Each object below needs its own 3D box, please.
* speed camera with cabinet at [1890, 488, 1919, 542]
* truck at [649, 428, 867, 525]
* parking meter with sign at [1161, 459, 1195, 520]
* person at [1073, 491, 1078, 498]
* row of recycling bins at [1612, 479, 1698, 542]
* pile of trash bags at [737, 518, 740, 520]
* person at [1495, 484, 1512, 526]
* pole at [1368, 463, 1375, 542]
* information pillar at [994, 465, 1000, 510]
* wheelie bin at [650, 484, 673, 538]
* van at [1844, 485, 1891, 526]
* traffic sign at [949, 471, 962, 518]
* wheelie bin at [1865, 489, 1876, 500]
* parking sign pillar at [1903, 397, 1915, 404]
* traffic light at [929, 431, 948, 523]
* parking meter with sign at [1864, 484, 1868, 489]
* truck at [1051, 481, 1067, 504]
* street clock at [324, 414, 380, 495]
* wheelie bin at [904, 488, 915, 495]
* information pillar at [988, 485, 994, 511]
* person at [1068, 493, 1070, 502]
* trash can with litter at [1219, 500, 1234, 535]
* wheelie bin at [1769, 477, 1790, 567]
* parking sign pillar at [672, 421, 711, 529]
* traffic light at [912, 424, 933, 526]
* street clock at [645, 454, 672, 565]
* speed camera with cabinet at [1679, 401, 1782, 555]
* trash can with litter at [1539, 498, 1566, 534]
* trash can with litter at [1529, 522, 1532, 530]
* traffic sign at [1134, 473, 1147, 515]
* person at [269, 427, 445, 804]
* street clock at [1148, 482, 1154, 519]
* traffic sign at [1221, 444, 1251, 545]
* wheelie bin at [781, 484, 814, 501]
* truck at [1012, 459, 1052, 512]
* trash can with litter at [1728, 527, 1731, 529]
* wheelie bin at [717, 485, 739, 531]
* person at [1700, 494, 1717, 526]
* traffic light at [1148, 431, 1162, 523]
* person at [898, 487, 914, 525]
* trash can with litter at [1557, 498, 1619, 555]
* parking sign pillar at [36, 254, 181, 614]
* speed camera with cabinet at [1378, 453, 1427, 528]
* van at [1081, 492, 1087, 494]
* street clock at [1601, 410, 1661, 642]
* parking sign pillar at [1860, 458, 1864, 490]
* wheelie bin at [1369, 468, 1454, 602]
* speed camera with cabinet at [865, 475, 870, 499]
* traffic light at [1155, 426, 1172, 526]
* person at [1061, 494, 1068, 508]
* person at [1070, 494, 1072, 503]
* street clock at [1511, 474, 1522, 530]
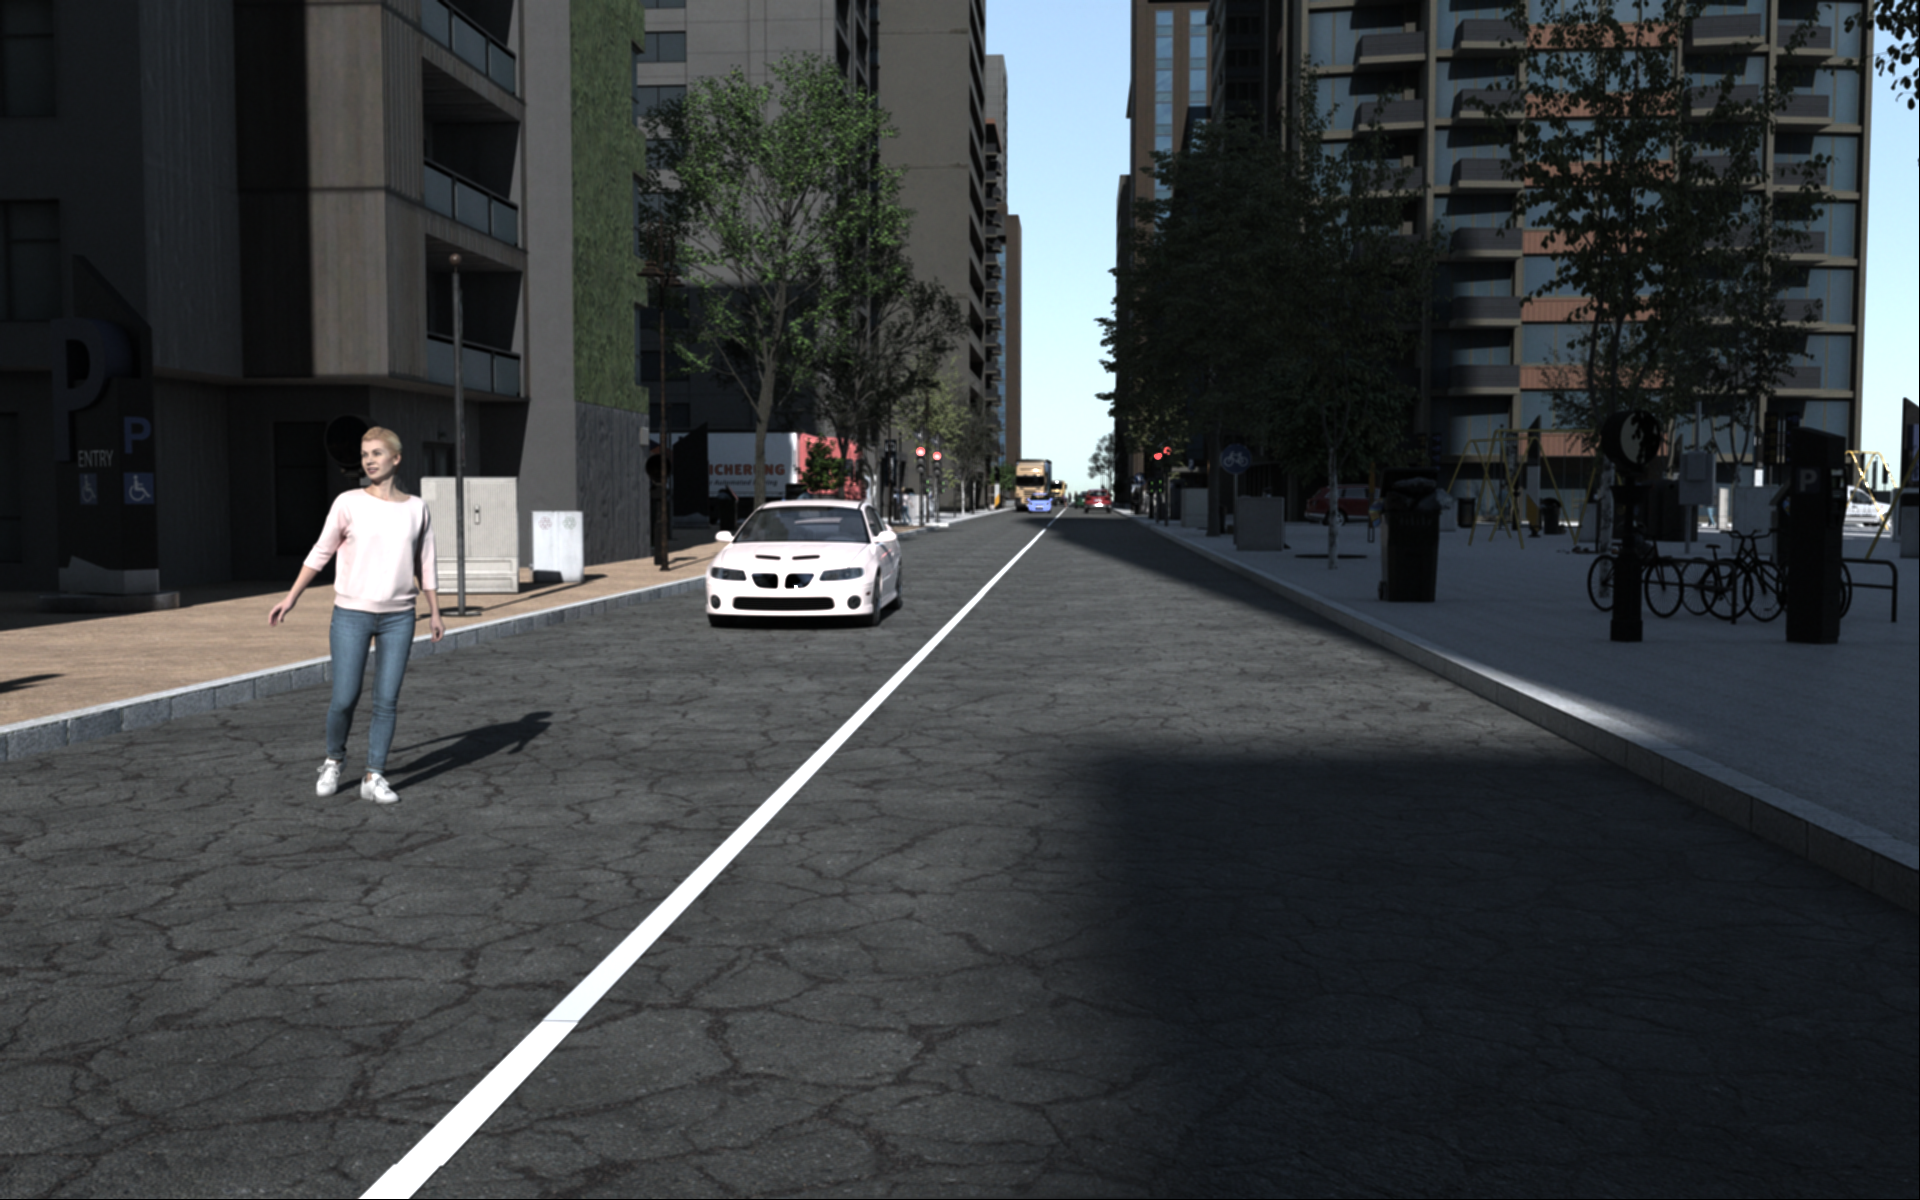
[{"bbox_3d":[26.018,-3.168,46.132,2.038,3.252,0.660,1,4,22],"label":"speed camera with cabinet"},{"bbox_3d":[-9.039,-5.223,74.311,11.283,4.237,2.839,0,4,3],"label":"truck"},{"bbox_3d":[10.756,-5.479,85.847,1.738,3.016,0.543,-1,4,-22],"label":"parking meter with sign"},{"bbox_3d":[15.894,-14.045,238.151,0.705,1.822,1.348,-2,4,-23],"label":"person"},{"bbox_3d":[19.300,-2.506,48.080,1.069,1.692,3.534,0,4,-8],"label":"row of recycling bins"},{"bbox_3d":[-12.482,-4.619,85.275,3.447,1.369,1.912,1,4,9],"label":"pile of trash bags"},{"bbox_3d":[22.868,-3.953,72.999,0.638,1.841,0.748,3,5,39],"label":"person"},{"bbox_3d":[10.910,-3.182,45.863,0.158,3.312,0.155,0,3,0],"label":"pole"},{"bbox_3d":[3.010,-9.130,140.622,0.504,3.616,0.183,3,5,45],"label":"information pillar"},{"bbox_3d":[-8.663,-2.566,49.865,0.693,1.594,0.980,1,4,22],"label":"wheelie bin"},{"bbox_3d":[36.469,-3.927,71.218,4.112,2.044,2.013,0,4,4],"label":"van"},{"bbox_3d":[-0.278,-5.783,94.661,0.768,2.556,0.104,0,4,5],"label":"traffic sign"},{"bbox_3d":[57.769,-6.250,110.092,0.693,1.594,0.980,1,4,9],"label":"wheelie bin"},{"bbox_3d":[26.988,-3.659,48.303,1.447,3.967,1.447,0,4,-1],"label":"parking sign pillar"},{"bbox_3d":[-0.984,-5.418,77.497,0.839,4.253,0.868,0,4,4],"label":"traffic light"},{"bbox_3d":[68.498,-8.270,131.471,0.543,3.016,1.738,-3,4,-37],"label":"parking meter with sign"},{"bbox_3d":[13.863,-15.622,251.341,3.469,3.379,9.791,0,4,5],"label":"truck"},{"bbox_3d":[-5.522,-0.689,15.837,0.471,2.002,0.358,1,4,9],"label":"street clock"},{"bbox_3d":[-2.868,-5.396,96.125,0.980,1.594,0.693,2,4,30],"label":"wheelie bin"},{"bbox_3d":[2.367,-8.093,136.810,0.304,2.012,0.304,0,4,2],"label":"information pillar"},{"bbox_3d":[18.994,-17.783,300.046,0.445,1.727,0.742,0,4,3],"label":"person"},{"bbox_3d":[8.467,-2.683,55.254,1.055,1.170,0.624,2,4,34],"label":"trash can with litter"},{"bbox_3d":[14.792,-1.399,30.783,0.693,1.594,0.980,1,4,14],"label":"wheelie bin"},{"bbox_3d":[-9.994,-4.638,64.302,1.447,3.967,1.447,0,4,-1],"label":"parking sign pillar"},{"bbox_3d":[-1.534,-4.930,69.531,0.839,4.253,0.868,0,4,4],"label":"traffic light"},{"bbox_3d":[-5.427,-1.631,31.230,0.471,2.002,0.358,-1,4,-12],"label":"street clock"},{"bbox_3d":[16.440,-2.601,36.858,2.038,3.252,0.660,2,4,29],"label":"speed camera with cabinet"},{"bbox_3d":[18.833,-2.668,55.001,0.624,1.170,1.055,3,5,41],"label":"trash can with litter"},{"bbox_3d":[20.509,-3.064,61.490,0.624,1.170,1.055,1,4,16],"label":"trash can with litter"},{"bbox_3d":[10.830,-6.358,104.058,0.768,2.556,0.104,0,4,4],"label":"traffic sign"},{"bbox_3d":[-2.856,0.065,8.109,0.731,1.740,0.598,-3,4,-38],"label":"person"},{"bbox_3d":[9.925,-5.218,89.890,0.358,2.002,0.471,2,4,26],"label":"street clock"},{"bbox_3d":[6.984,-2.679,43.907,0.768,2.556,0.104,0,4,8],"label":"traffic sign"},{"bbox_3d":[-4.890,-2.702,52.093,0.980,1.594,0.693,0,4,-2],"label":"wheelie bin"},{"bbox_3d":[6.005,-9.347,141.733,2.839,4.237,11.283,0,4,6],"label":"truck"},{"bbox_3d":[28.734,-3.255,64.279,2.233,1.210,1.678,-3,4,-38],"label":"trash can with litter"},{"bbox_3d":[-8.180,-3.246,60.983,0.693,1.594,0.980,0,4,2],"label":"wheelie bin"},{"bbox_3d":[31.344,-3.883,72.335,0.721,1.781,0.623,3,4,36],"label":"person"},{"bbox_3d":[8.756,-5.377,76.843,0.839,4.253,0.868,0,4,4],"label":"traffic light"},{"bbox_3d":[-2.262,-4.014,74.809,0.598,1.740,0.731,3,5,41],"label":"person"},{"bbox_3d":[13.798,-1.614,37.448,1.678,1.210,2.233,-1,4,-13],"label":"trash can with litter"},{"bbox_3d":[-9.469,-1.877,19.158,1.447,3.967,1.447,2,4,34],"label":"parking sign pillar"},{"bbox_3d":[16.910,-4.362,65.659,2.038,3.252,0.660,3,5,43],"label":"speed camera with cabinet"},{"bbox_3d":[21.087,-17.483,292.864,2.013,2.044,4.112,0,4,4],"label":"van"},{"bbox_3d":[5.814,-0.641,15.054,0.471,2.002,0.358,-2,4,-23],"label":"street clock"},{"bbox_3d":[48.597,-6.473,94.306,1.447,3.967,1.447,0,4,-5],"label":"parking sign pillar"},{"bbox_3d":[5.413,-0.784,20.731,0.980,1.594,0.693,0,4,4],"label":"wheelie bin"},{"bbox_3d":[-5.292,-5.367,82.090,2.038,3.252,0.660,-2,4,-25],"label":"speed camera with cabinet"},{"bbox_3d":[8.205,-4.890,68.876,0.839,4.253,0.868,0,4,4],"label":"traffic light"},{"bbox_3d":[10.481,-9.896,173.530,0.697,1.427,0.421,-1,4,-21],"label":"person"},{"bbox_3d":[17.237,-15.740,269.070,0.599,1.433,0.991,-1,4,-10],"label":"person"},{"bbox_3d":[19.607,-3.457,61.095,0.358,2.002,0.471,0,4,-2],"label":"street clock"}]
